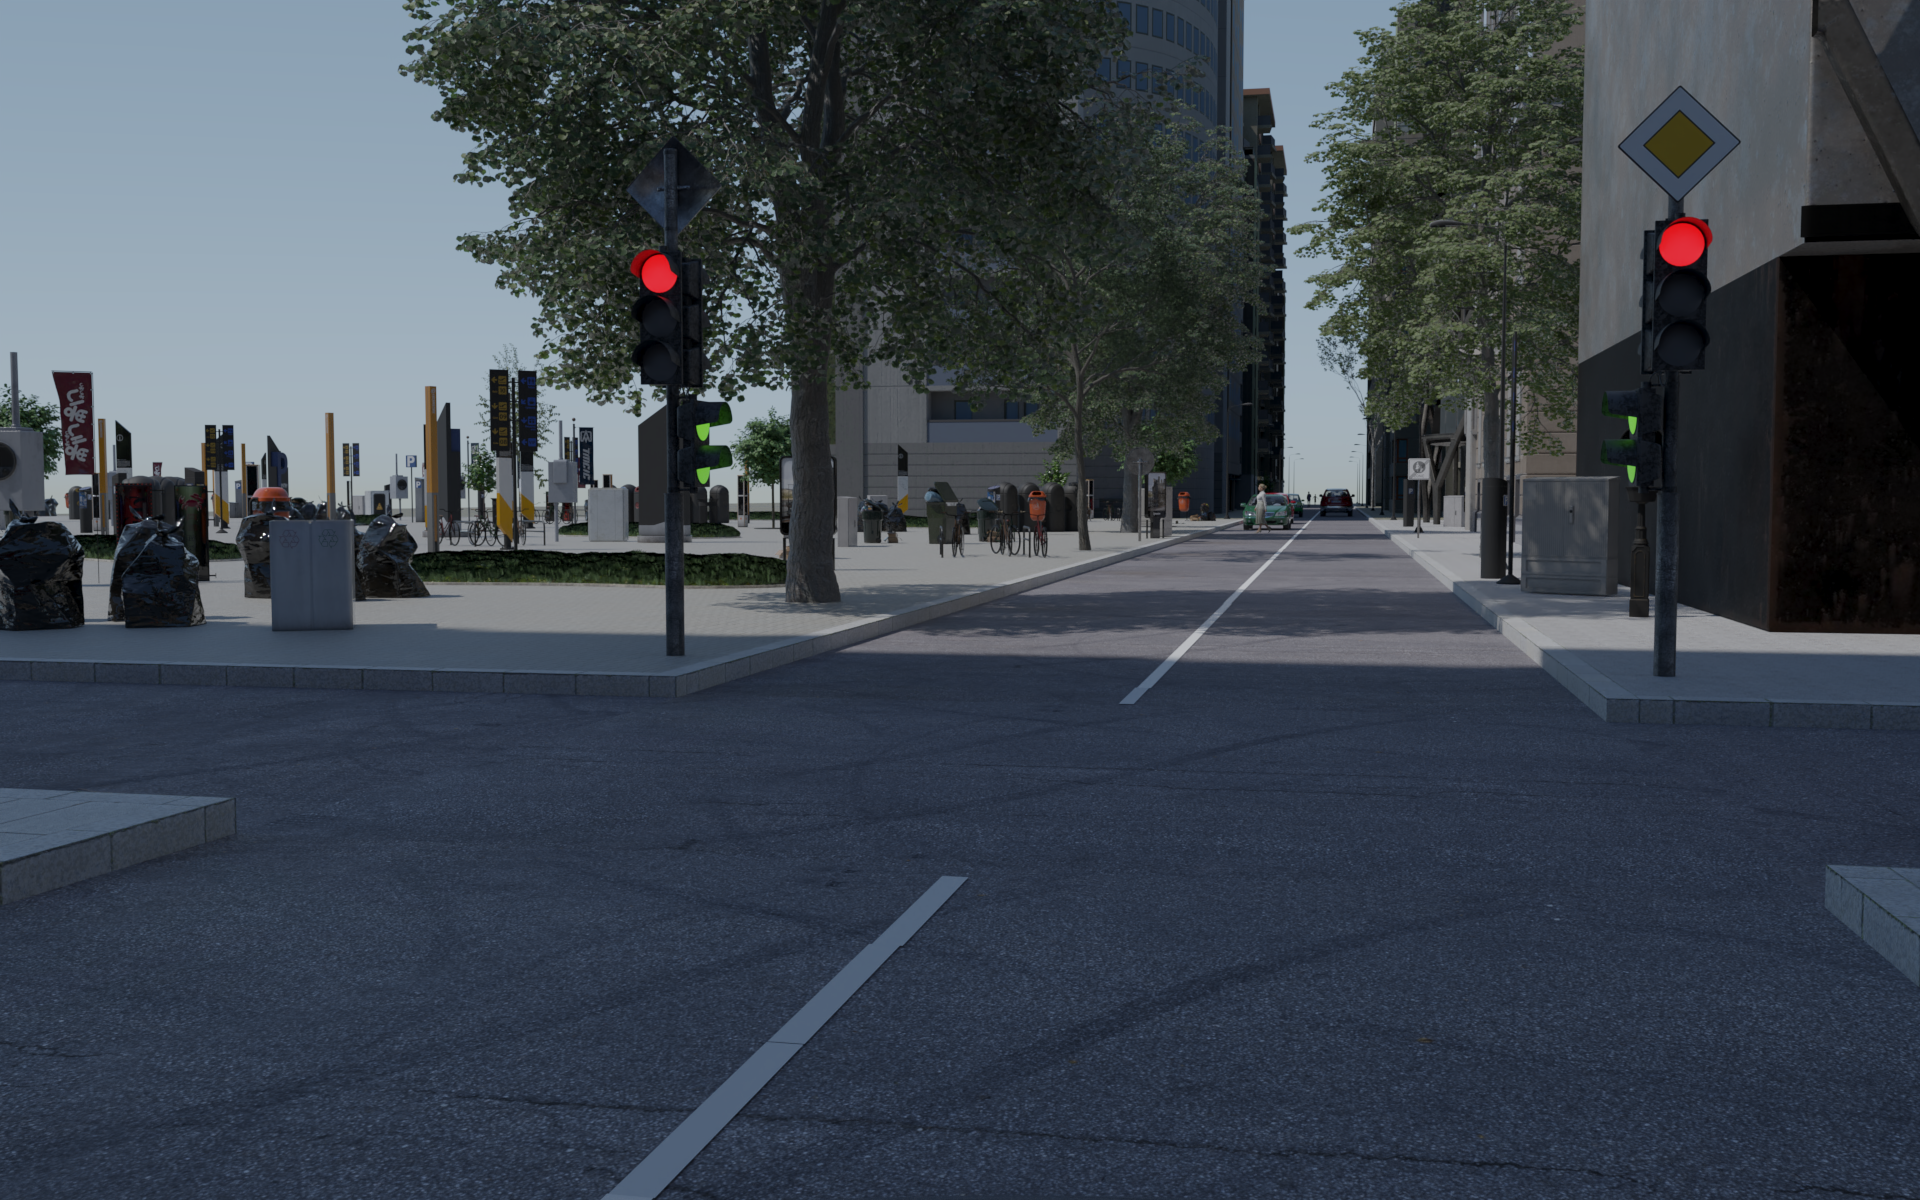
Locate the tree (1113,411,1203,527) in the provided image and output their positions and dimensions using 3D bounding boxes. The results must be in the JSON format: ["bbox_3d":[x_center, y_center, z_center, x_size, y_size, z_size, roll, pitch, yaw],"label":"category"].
[{"bbox_3d":[7.679,-5.107,67.213,4.285,4.588,4.351,0,3,0],"label":"tree"}]

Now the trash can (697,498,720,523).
[{"bbox_3d":[-8.316,-2.787,57.219,0.748,1.137,0.748,0,3,0],"label":"trash can"}]

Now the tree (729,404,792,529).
[{"bbox_3d":[-6.947,-4.899,63.818,4.285,4.588,4.351,0,3,0],"label":"tree"}]

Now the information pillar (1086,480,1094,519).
[{"bbox_3d":[6.628,-5.139,88.521,0.304,2.012,0.304,-2,4,-26],"label":"information pillar"}]

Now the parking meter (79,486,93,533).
[{"bbox_3d":[-28.795,-2.975,57.051,0.372,1.533,0.369,0,3,0],"label":"parking meter"}]

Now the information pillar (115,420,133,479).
[{"bbox_3d":[-26.472,-3.884,54.855,0.504,3.616,0.183,0,4,2],"label":"information pillar"}]

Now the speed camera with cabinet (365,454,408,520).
[{"bbox_3d":[-27.825,-5.486,84.027,0.660,3.252,2.038,3,5,40],"label":"speed camera with cabinet"}]

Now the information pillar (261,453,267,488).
[{"bbox_3d":[-39.143,-6.490,97.462,0.183,3.616,0.504,0,4,5],"label":"information pillar"}]

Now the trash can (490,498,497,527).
[{"bbox_3d":[-16.866,-3.177,63.599,0.748,1.137,0.748,0,3,0],"label":"trash can"}]

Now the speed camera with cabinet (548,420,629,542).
[{"bbox_3d":[-10.021,-3.203,46.705,2.038,3.252,0.660,0,3,0],"label":"speed camera with cabinet"}]

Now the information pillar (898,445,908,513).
[{"bbox_3d":[-2.692,-5.492,81.155,0.504,3.616,0.183,0,4,-7],"label":"information pillar"}]

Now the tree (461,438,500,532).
[{"bbox_3d":[-16.272,-3.978,59.638,1.663,3.219,1.824,0,3,0],"label":"tree"}]

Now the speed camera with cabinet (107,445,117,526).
[{"bbox_3d":[-33.212,-4.610,69.706,2.038,3.252,0.660,-1,4,-10],"label":"speed camera with cabinet"}]

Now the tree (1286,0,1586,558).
[{"bbox_3d":[10.254,-7.119,34.527,7.486,12.596,7.792,0,3,0],"label":"tree"}]

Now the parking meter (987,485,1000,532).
[{"bbox_3d":[0.970,-2.517,49.559,0.372,1.533,0.369,0,3,0],"label":"parking meter"}]

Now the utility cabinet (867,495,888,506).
[{"bbox_3d":[-4.094,-4.586,86.149,1.020,1.237,0.306,-2,4,-33],"label":"utility cabinet"}]

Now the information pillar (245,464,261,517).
[{"bbox_3d":[-17.584,-2.363,43.129,0.304,2.012,0.304,-1,4,-12],"label":"information pillar"}]

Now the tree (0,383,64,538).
[{"bbox_3d":[-28.071,-4.132,51.265,4.285,4.588,4.351,0,3,0],"label":"tree"}]

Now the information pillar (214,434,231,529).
[{"bbox_3d":[-27.206,-4.432,63.812,0.504,3.616,0.183,-3,5,-41],"label":"information pillar"}]

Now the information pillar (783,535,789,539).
[{"bbox_3d":[-4.921,-2.770,49.782,0.304,2.012,0.304,0,4,-1],"label":"information pillar"}]

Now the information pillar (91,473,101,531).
[{"bbox_3d":[-29.587,-3.365,59.506,0.304,2.012,0.304,0,4,8],"label":"information pillar"}]

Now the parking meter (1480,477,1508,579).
[{"bbox_3d":[8.104,-1.093,26.277,0.372,1.533,0.369,0,3,0],"label":"parking meter"}]

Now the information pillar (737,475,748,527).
[{"bbox_3d":[-8.392,-3.815,66.866,0.304,2.012,0.304,1,4,21],"label":"information pillar"}]

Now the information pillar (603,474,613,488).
[{"bbox_3d":[-13.010,-3.639,63.993,0.304,2.012,0.304,0,4,3],"label":"information pillar"}]

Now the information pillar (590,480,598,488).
[{"bbox_3d":[-18.814,-5.175,89.097,0.304,2.012,0.304,3,4,39],"label":"information pillar"}]

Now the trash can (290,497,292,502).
[{"bbox_3d":[-35.030,-4.788,89.940,0.748,1.137,0.748,0,3,0],"label":"trash can"}]

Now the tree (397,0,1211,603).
[{"bbox_3d":[-1.872,-6.949,20.265,9.857,13.997,8.962,0,3,0],"label":"tree"}]

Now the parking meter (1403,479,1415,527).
[{"bbox_3d":[17.598,-3.802,67.870,0.399,1.863,0.255,-1,4,-20],"label":"parking meter"}]

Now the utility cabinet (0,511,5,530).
[{"bbox_3d":[-34.120,-3.106,61.938,0.306,1.237,1.020,1,4,15],"label":"utility cabinet"}]

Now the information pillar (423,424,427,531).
[{"bbox_3d":[-17.875,-4.092,58.258,0.183,3.616,0.504,1,4,11],"label":"information pillar"}]

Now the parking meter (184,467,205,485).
[{"bbox_3d":[-16.650,-1.958,37.732,0.399,1.863,0.255,2,4,28],"label":"parking meter"}]

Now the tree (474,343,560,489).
[{"bbox_3d":[-21.240,-8.167,83.897,4.737,8.622,4.395,0,3,0],"label":"tree"}]

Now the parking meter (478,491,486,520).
[{"bbox_3d":[-24.047,-4.810,87.058,0.372,1.533,0.369,0,3,0],"label":"parking meter"}]

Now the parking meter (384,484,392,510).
[{"bbox_3d":[-31.951,-5.566,96.711,0.399,1.863,0.255,-3,4,-36],"label":"parking meter"}]

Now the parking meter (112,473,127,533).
[{"bbox_3d":[-23.147,-2.570,47.734,0.399,1.863,0.255,3,4,36],"label":"parking meter"}]

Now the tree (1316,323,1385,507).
[{"bbox_3d":[41.972,-19.144,168.889,12.611,20.169,13.585,0,3,0],"label":"tree"}]

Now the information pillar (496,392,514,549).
[{"bbox_3d":[-10.447,-2.957,39.708,0.183,3.616,0.504,1,4,22],"label":"information pillar"}]

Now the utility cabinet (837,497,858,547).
[{"bbox_3d":[-2.744,-1.908,42.361,0.306,1.237,1.020,1,4,9],"label":"utility cabinet"}]

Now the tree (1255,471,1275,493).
[{"bbox_3d":[26.232,-9.391,148.151,1.663,3.219,1.824,0,3,0],"label":"tree"}]

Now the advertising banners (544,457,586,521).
[{"bbox_3d":[-18.559,-5.226,81.635,2.074,3.025,0.090,-1,4,-10],"label":"advertising banners"}]

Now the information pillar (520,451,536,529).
[{"bbox_3d":[-16.017,-4.453,64.162,0.504,3.616,0.183,-1,4,-21],"label":"information pillar"}]

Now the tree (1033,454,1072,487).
[{"bbox_3d":[4.457,-5.234,80.172,1.663,3.219,1.824,0,3,0],"label":"tree"}]

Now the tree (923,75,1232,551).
[{"bbox_3d":[2.505,-6.407,39.172,7.601,10.594,8.767,0,4,1],"label":"tree"}]

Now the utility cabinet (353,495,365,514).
[{"bbox_3d":[-32.638,-5.070,94.061,1.020,1.237,0.306,2,4,35],"label":"utility cabinet"}]

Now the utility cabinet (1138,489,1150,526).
[{"bbox_3d":[7.757,-3.725,69.587,1.173,1.500,0.318,2,4,25],"label":"utility cabinet"}]

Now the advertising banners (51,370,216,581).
[{"bbox_3d":[-11.915,-1.764,25.033,2.074,3.025,0.090,-2,4,-27],"label":"advertising banners"}]

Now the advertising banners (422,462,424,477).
[{"bbox_3d":[-29.283,-6.063,95.310,0.090,3.025,2.074,-2,4,-32],"label":"advertising banners"}]
